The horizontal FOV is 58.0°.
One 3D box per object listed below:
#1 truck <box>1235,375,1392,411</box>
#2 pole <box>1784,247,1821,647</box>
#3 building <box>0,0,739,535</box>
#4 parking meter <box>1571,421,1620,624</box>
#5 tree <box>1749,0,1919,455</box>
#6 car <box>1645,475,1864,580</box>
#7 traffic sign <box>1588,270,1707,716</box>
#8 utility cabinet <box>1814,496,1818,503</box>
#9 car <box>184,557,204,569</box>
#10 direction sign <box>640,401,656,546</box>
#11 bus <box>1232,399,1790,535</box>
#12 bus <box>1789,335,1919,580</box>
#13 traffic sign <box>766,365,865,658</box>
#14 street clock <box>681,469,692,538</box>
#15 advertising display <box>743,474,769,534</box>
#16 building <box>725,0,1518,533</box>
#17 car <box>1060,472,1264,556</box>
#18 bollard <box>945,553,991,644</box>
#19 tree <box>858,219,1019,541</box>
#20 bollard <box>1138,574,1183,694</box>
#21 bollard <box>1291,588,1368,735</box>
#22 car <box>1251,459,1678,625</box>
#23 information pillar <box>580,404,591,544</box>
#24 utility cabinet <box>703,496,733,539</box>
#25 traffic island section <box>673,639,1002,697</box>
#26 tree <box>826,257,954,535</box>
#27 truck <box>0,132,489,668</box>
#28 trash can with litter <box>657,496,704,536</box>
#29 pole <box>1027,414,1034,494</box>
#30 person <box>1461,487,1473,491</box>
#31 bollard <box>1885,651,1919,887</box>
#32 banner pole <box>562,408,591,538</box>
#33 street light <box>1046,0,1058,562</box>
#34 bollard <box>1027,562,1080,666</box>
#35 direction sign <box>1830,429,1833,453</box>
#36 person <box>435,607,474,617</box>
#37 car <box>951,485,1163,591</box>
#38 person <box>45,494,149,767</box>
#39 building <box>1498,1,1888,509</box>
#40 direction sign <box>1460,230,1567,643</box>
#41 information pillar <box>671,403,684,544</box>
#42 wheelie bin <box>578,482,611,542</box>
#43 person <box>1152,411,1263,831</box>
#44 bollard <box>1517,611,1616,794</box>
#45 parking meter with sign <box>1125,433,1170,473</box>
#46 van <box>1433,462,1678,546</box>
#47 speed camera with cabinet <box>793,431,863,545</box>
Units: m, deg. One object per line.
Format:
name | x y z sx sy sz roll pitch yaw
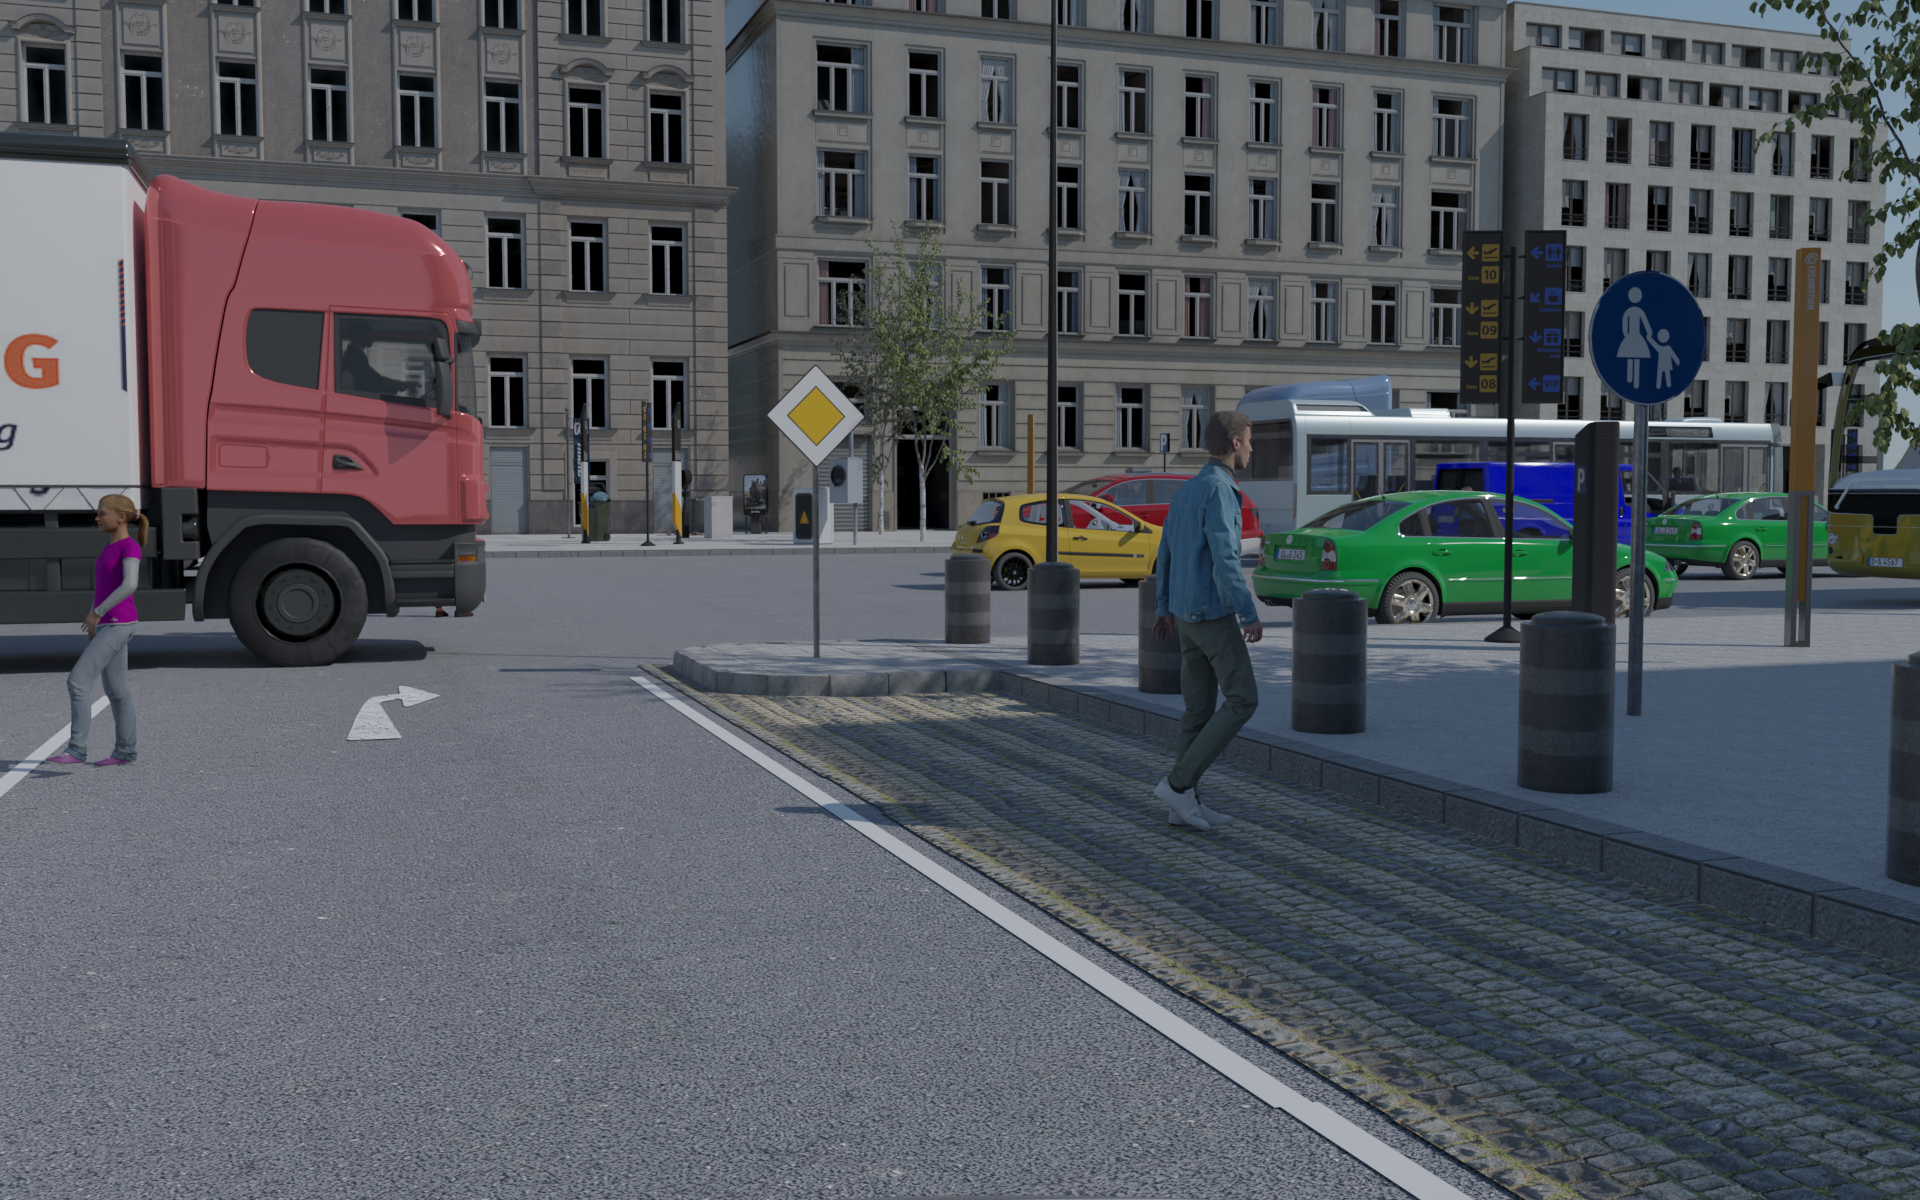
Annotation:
truck | 14.703 -3.199 42.056 18.799 4.110 2.967 -1 4 -20
pole | 7.039 -1.261 14.467 0.158 3.312 0.155 0 3 0
building | -20.794 -15.900 57.234 25.104 27.353 12.463 -1 4 -19
parking meter | 5.194 -0.517 14.171 0.255 1.863 0.399 0 4 1
tree | 6.861 -3.732 11.375 4.737 8.622 4.395 0 3 0
car | 13.952 -1.295 29.975 4.718 1.807 1.959 -1 4 -21
traffic sign | 3.914 -0.604 9.976 0.768 2.556 0.104 -1 4 -14
utility cabinet | 30.261 -3.125 62.256 1.020 1.237 0.306 0 4 -3
car | -13.536 -1.299 33.597 4.827 1.381 2.083 -1 4 -17
direction sign | -7.695 -3.096 42.611 0.379 3.537 0.876 0 4 4
bus | 12.204 -2.566 36.808 13.247 3.499 2.948 -1 4 -21
bus | 17.440 -1.984 23.987 12.252 3.916 2.896 -1 4 -18
traffic sign | -1.128 -0.605 13.534 0.795 2.450 0.064 -1 4 -19
street clock | -8.050 -2.819 50.659 0.358 2.002 0.471 -3 5 -43
advertising display | -6.579 -3.096 55.841 0.974 1.923 0.123 2 4 34
building | 4.997 -14.392 68.587 30.059 22.955 16.112 -1 4 -19
car | 2.842 -1.370 31.068 5.304 1.827 2.281 -1 4 -20
bollard | 0.066 -0.014 14.953 0.404 0.777 0.398 0 3 0
tree | -0.859 -5.880 46.498 4.737 8.622 4.395 0 3 0
bollard | 1.359 0.212 11.258 0.404 0.777 0.398 0 3 0
bollard | 2.007 0.324 9.412 0.404 0.777 0.398 0 3 0
car | 5.463 -0.594 18.505 4.718 1.807 1.959 -1 4 -20
information pillar | -9.736 -3.275 44.893 0.183 3.616 0.504 0 4 -1
utility cabinet | -7.020 -2.393 50.289 0.306 1.237 1.020 2 4 29
traffic island section | -1.108 0.530 13.618 2.009 0.180 2.903 -1 4 -19
tree | -2.294 -6.391 54.856 4.360 8.622 3.978 0 3 0
truck | -9.050 -1.543 14.150 11.283 4.237 2.839 -1 4 -19
trash can with litter | -8.463 -2.610 53.733 2.233 1.210 1.678 -2 4 -35
pole | 1.814 -3.092 44.394 0.158 3.312 0.155 0 3 0
person | 8.363 -1.088 28.495 0.429 1.552 0.499 0 4 3
bollard | 3.298 0.550 5.729 0.404 0.777 0.398 0 3 0
banner pole | -11.139 -3.684 50.250 0.863 3.779 0.401 -1 4 -17
street light | 0.245 -2.534 13.966 1.470 5.913 1.316 -1 4 -19
bollard | 0.708 0.098 13.117 0.404 0.777 0.398 0 3 0
direction sign | 30.760 -4.179 60.332 0.876 3.537 0.379 1 4 8
person | -5.972 -0.628 20.221 0.566 1.644 0.517 -2 4 -25
car | 1.876 -1.013 26.791 3.980 1.641 2.015 -1 4 -18
person | -4.489 0.174 8.892 0.726 1.435 0.776 3 5 44
building | 28.333 -13.369 73.338 16.860 20.320 10.420 -1 4 -19
direction sign | 4.757 -1.404 14.960 0.876 3.537 0.379 0 4 2
information pillar | -7.231 -3.233 44.218 0.183 3.616 0.504 1 4 10
wheelie bin | -9.878 -2.383 46.868 0.980 1.594 0.693 2 4 26
person | 1.028 0.090 7.365 0.444 1.785 0.601 -1 4 -8
bollard | 2.652 0.437 7.573 0.404 0.777 0.398 0 3 0
parking meter with sign | 5.081 -3.254 49.466 1.738 3.016 0.543 -1 4 -17
van | 11.842 -1.802 33.853 5.245 2.365 2.240 -1 4 -20
speed camera with cabinet | -3.370 -3.031 43.887 2.038 3.252 0.660 3 5 42
